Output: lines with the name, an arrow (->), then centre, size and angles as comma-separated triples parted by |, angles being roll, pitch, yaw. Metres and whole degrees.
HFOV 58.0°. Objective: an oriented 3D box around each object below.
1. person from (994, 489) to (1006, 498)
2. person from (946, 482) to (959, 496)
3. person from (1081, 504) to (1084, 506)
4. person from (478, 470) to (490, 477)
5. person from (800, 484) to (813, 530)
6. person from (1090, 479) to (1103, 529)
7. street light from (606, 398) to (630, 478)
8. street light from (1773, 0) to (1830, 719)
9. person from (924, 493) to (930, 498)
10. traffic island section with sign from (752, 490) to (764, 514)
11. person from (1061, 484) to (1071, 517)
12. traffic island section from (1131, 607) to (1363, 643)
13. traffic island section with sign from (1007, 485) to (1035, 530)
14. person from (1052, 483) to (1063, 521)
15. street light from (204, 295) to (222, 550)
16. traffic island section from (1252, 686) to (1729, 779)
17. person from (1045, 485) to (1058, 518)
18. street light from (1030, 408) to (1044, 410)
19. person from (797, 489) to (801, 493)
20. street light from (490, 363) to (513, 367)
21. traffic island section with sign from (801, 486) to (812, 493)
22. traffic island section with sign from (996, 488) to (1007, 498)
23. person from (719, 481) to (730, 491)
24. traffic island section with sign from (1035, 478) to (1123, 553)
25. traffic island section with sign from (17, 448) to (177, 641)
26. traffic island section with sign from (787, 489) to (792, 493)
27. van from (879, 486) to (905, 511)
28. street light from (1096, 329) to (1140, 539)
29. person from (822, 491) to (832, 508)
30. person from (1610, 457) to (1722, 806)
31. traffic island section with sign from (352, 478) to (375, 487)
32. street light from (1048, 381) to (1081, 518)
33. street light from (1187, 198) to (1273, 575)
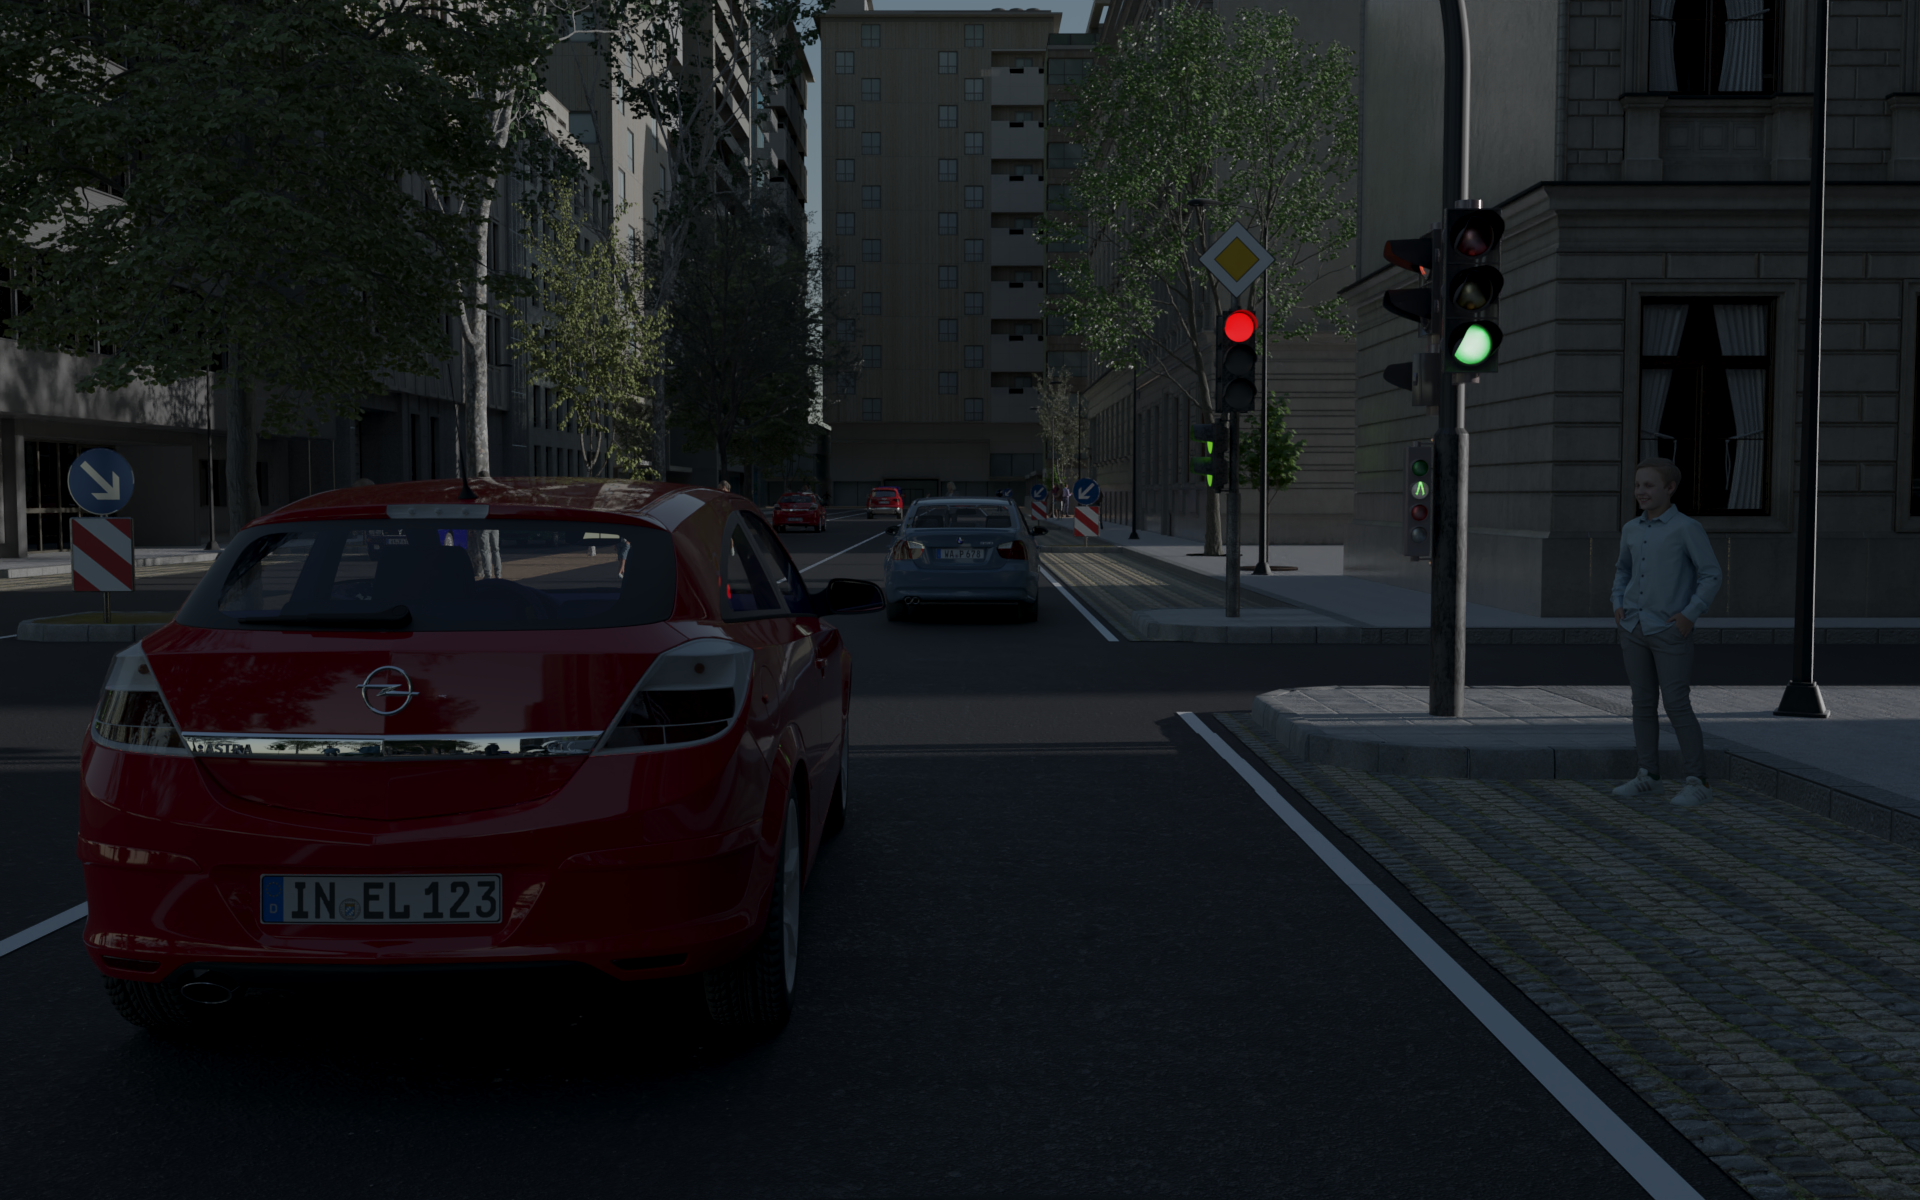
person -> 3.224, -8.080, 140.623 | 1.348, 1.822, 0.705 | 1, 4, 15
person -> -0.264, -2.617, 51.466 | 0.537, 1.800, 0.526 | 3, 5, 44
person -> 7.143, -5.740, 100.423 | 0.617, 1.759, 0.750 | 1, 4, 14
person -> -7.603, -1.180, 27.886 | 0.391, 1.810, 0.635 | 3, 5, 40
person -> -5.946, -3.686, 68.608 | 0.795, 1.843, 0.661 | -2, 4, -33
person -> 4.882, -3.478, 62.868 | 0.622, 1.834, 0.822 | -1, 4, -13
street light -> -16.494, -6.797, 83.677 | 1.470, 5.913, 1.316 | 0, 4, 0
street light -> 4.353, -2.285, 9.901 | 1.470, 5.913, 1.316 | 0, 4, 0
person -> -1.694, -4.830, 90.067 | 0.523, 1.515, 0.503 | -3, 4, -38
traffic island section with sign -> -14.640, -6.824, 120.206 | 1.989, 1.847, 2.006 | 0, 4, 0
person -> 5.910, -5.491, 95.682 | 0.709, 1.838, 0.599 | 3, 5, 43
traffic island section -> 2.867, 0.257, 18.075 | 2.009, 0.180, 2.903 | 0, 4, 0
traffic island section with sign -> 3.032, -3.731, 69.629 | 1.989, 1.847, 2.006 | 0, 4, 0
person -> 4.752, -4.767, 83.957 | 0.580, 1.828, 0.573 | 1, 4, 18
street light -> -16.614, -4.098, 39.548 | 1.470, 5.913, 1.316 | 0, 4, 0
traffic island section -> 2.842, 0.746, 10.090 | 2.009, 0.180, 2.903 | 0, 4, 0
person -> 5.074, -5.379, 94.534 | 0.990, 1.755, 0.434 | 1, 4, 22
street light -> 4.433, -7.369, 93.023 | 1.470, 5.913, 1.316 | 0, 4, 0
person -> -13.939, -8.660, 149.959 | 0.709, 1.838, 0.599 | 0, 4, -3
street light -> -16.596, -5.454, 61.708 | 1.470, 5.913, 1.316 | 0, 4, 0
traffic island section with sign -> -8.262, -5.185, 92.909 | 2.006, 1.907, 1.989 | 0, 4, 0
traffic island section with sign -> 3.263, -8.450, 146.784 | 1.989, 1.847, 2.006 | 0, 4, 0
person -> -5.305, -1.821, 39.022 | 0.466, 1.731, 0.760 | 0, 4, 6
traffic island section with sign -> 2.948, -2.082, 42.674 | 1.989, 1.847, 2.006 | 0, 4, 0
traffic island section with sign -> -8.483, -0.589, 17.771 | 2.006, 1.907, 1.989 | 0, 4, 0
traffic island section with sign -> -14.545, -8.473, 147.161 | 1.989, 1.847, 2.006 | 0, 4, 0
van -> -5.681, -8.391, 141.575 | 2.240, 2.365, 5.245 | 0, 4, 2
street light -> 4.402, -4.678, 49.021 | 1.470, 5.913, 1.316 | 0, 4, 0
person -> -13.415, -10.113, 174.678 | 1.217, 1.723, 0.721 | 0, 4, 3
person -> 3.276, 0.133, 8.144 | 0.330, 1.601, 0.589 | -1, 4, -21
traffic island section with sign -> -14.875, -2.090, 42.801 | 1.989, 1.847, 2.006 | 0, 4, 0
street light -> 4.381, -6.045, 71.370 | 1.470, 5.913, 1.316 | 0, 4, 0
street light -> 4.263, -3.353, 27.369 | 1.470, 5.913, 1.316 | 0, 4, 0
